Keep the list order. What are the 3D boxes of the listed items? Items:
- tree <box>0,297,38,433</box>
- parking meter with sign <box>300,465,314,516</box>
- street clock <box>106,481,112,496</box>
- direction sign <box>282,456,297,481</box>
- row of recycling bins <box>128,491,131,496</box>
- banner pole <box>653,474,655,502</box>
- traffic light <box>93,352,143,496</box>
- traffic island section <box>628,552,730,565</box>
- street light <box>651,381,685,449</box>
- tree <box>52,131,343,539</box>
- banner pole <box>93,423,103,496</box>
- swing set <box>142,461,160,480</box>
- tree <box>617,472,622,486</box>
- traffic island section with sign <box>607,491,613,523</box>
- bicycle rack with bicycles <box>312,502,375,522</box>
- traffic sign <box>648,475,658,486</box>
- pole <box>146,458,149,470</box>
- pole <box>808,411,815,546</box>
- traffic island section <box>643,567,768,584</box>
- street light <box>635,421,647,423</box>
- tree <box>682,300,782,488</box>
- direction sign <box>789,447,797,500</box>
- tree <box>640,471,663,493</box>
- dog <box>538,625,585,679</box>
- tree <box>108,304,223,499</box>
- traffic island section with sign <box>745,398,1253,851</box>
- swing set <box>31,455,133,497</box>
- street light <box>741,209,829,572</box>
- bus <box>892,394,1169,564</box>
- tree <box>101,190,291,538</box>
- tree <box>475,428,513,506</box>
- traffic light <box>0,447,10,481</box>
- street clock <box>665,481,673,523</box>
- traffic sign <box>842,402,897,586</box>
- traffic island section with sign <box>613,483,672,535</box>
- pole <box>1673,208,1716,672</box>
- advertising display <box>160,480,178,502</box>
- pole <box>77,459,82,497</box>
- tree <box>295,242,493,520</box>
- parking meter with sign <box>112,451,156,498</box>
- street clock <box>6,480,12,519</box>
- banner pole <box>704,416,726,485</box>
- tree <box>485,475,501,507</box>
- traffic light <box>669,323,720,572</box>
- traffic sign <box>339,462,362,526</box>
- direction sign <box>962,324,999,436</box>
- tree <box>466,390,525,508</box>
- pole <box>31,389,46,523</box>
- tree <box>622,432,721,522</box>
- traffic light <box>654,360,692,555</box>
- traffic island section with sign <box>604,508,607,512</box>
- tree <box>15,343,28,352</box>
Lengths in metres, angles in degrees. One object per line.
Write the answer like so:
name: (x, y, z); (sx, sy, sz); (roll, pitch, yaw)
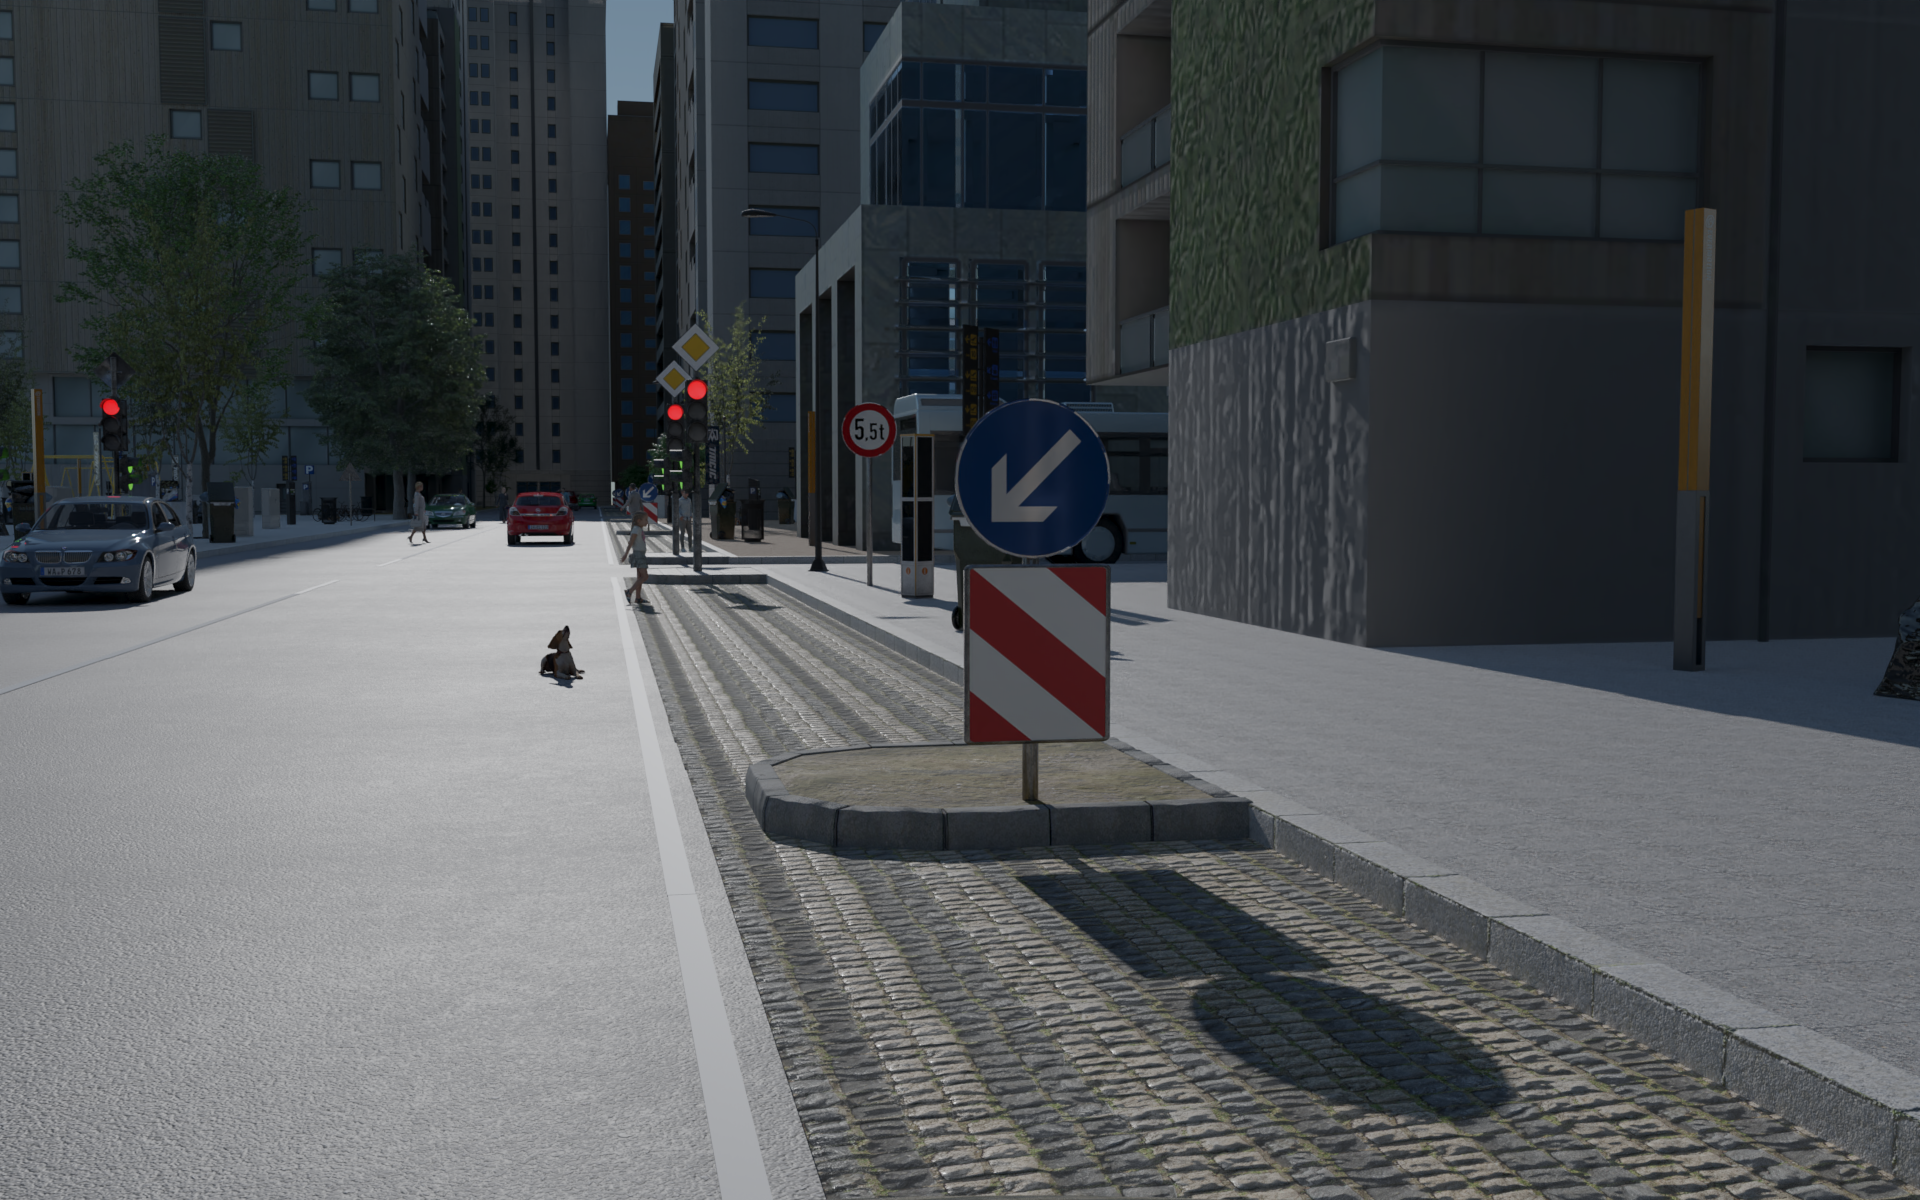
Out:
tree: (-36.354, -6.977, 64.429); (4.360, 8.622, 3.978); (0, 3, 0)
parking meter with sign: (-39.318, -6.602, 104.207); (0.543, 3.016, 1.738); (0, 4, -7)
street clock: (-47.972, -5.691, 97.617); (0.358, 2.002, 0.471); (-2, 4, -27)
direction sign: (-39.497, -6.734, 102.090); (0.876, 3.537, 0.379); (0, 4, 3)
row of recycling bins: (-40.716, -4.847, 86.358); (1.069, 1.692, 3.534); (-1, 4, -17)
banner pole: (-17.486, -6.663, 98.960); (0.401, 3.779, 0.863); (0, 4, -5)
traffic light: (-16.639, -2.769, 34.196); (0.839, 4.253, 0.868); (-1, 4, -12)
traffic island section: (-5.971, -0.873, 36.558); (2.009, 0.180, 2.903); (-1, 4, -12)
street light: (-11.869, -6.030, 71.139); (1.470, 5.913, 1.316); (-1, 4, -12)
tree: (-21.688, -7.579, 49.670); (9.928, 11.665, 9.643); (0, 3, 0)
banner pole: (-30.308, -4.338, 60.951); (0.863, 3.779, 0.401); (3, 5, 44)
swing set: (-39.843, -5.188, 82.445); (3.119, 2.851, 2.862); (-3, 5, -42)
tree: (-31.315, -11.251, 167.668); (4.285, 4.588, 4.351); (0, 3, 0)
traffic island section with sign: (-16.656, -4.818, 87.407); (1.989, 1.847, 2.006); (-1, 4, -12)
bicycle rack with bicycles: (-28.872, -4.143, 81.125); (2.925, 0.926, 2.852); (-3, 5, -43)
traffic sign: (-18.407, -6.377, 104.375); (0.768, 2.556, 0.104); (0, 4, -3)
pole: (-43.905, -6.109, 93.725); (0.158, 3.312, 0.155); (0, 3, 0)
pole: (-3.655, -2.991, 42.752); (0.158, 3.312, 0.155); (0, 3, 0)
traffic island section: (-4.330, -0.395, 28.743); (2.009, 0.180, 2.903); (-1, 4, -12)
street light: (-19.925, -8.405, 109.964); (1.470, 5.913, 1.316); (-1, 4, -12)
tree: (-8.919, -7.103, 66.494); (4.360, 8.622, 3.978); (0, 3, 0)
direction sign: (-7.948, -5.622, 83.920); (0.379, 3.537, 0.876); (3, 5, 44)
tree: (-24.876, -8.825, 138.897); (1.663, 3.219, 1.824); (0, 3, 0)
dog: (-3.101, 0.395, 13.734); (0.550, 0.427, 0.748); (1, 4, 16)
tree: (-30.544, -7.075, 66.031); (4.360, 8.622, 3.978); (0, 3, 0)
traffic island section with sign: (0.048, 0.044, 7.901); (1.989, 1.847, 2.006); (-1, 4, -12)
swing set: (-37.202, -4.641, 73.505); (3.119, 2.851, 2.862); (-1, 4, -16)
street light: (-2.883, -3.424, 28.528); (1.470, 5.913, 1.316); (-1, 4, -12)
bus: (5.391, -2.406, 34.198); (13.247, 3.499, 2.948); (-1, 4, -13)
tree: (-18.955, -5.628, 42.380); (4.737, 8.622, 4.395); (0, 3, 0)
tree: (-47.705, -13.907, 177.737); (4.737, 8.622, 4.395); (0, 3, 0)
traffic light: (-14.999, -2.291, 26.381); (0.839, 4.253, 0.868); (-1, 4, -12)
street clock: (-12.956, -4.443, 77.217); (0.358, 2.002, 0.471); (-2, 4, -31)
traffic sign: (-1.259, -1.469, 24.124); (0.768, 2.556, 0.104); (0, 4, -2)
traffic island section with sign: (-11.051, -3.187, 60.729); (1.989, 1.847, 2.006); (-1, 4, -12)
pole: (5.306, -1.141, 12.506); (0.158, 3.312, 0.155); (0, 3, 0)
advertising display: (-37.077, -4.648, 81.201); (0.123, 1.923, 0.974); (2, 4, 24)
pole: (-50.977, -6.510, 100.288); (0.158, 3.312, 0.155); (0, 3, 0)
tree: (-28.189, -10.991, 86.350); (9.857, 13.997, 8.962); (0, 3, 0)
parking meter with sign: (-27.317, -3.772, 57.931); (1.738, 3.016, 0.543); (0, 4, -2)
street clock: (-49.455, -5.245, 90.318); (0.471, 2.002, 0.358); (2, 4, 23)
banner pole: (-7.813, -4.026, 55.846); (0.863, 3.779, 0.401); (0, 4, -1)
tree: (-46.500, -10.855, 172.085); (1.663, 3.219, 1.824); (0, 3, 0)
traffic light: (-4.371, -2.428, 28.620); (0.839, 4.253, 0.868); (-1, 4, -12)
traffic sign: (-24.604, -4.276, 69.917); (0.884, 2.594, 0.081); (0, 4, -7)
direction sign: (0.285, -1.929, 23.536); (0.379, 3.537, 0.876); (2, 4, 33)
tree: (-42.345, -13.484, 154.869); (8.767, 10.594, 7.601); (3, 5, 44)
pole: (-17.917, -2.438, 33.703); (0.158, 3.312, 0.155); (0, 3, 0)
tree: (-12.694, -5.855, 79.436); (4.285, 4.588, 4.351); (0, 3, 0)
traffic light: (-6.012, -2.906, 36.436); (0.839, 4.253, 0.868); (-1, 4, -12)
traffic island section with sign: (-26.883, -7.800, 136.150); (1.989, 1.847, 2.006); (-1, 4, -12)
tree: (-44.436, -7.923, 79.905); (4.737, 8.622, 4.395); (0, 3, 0)
